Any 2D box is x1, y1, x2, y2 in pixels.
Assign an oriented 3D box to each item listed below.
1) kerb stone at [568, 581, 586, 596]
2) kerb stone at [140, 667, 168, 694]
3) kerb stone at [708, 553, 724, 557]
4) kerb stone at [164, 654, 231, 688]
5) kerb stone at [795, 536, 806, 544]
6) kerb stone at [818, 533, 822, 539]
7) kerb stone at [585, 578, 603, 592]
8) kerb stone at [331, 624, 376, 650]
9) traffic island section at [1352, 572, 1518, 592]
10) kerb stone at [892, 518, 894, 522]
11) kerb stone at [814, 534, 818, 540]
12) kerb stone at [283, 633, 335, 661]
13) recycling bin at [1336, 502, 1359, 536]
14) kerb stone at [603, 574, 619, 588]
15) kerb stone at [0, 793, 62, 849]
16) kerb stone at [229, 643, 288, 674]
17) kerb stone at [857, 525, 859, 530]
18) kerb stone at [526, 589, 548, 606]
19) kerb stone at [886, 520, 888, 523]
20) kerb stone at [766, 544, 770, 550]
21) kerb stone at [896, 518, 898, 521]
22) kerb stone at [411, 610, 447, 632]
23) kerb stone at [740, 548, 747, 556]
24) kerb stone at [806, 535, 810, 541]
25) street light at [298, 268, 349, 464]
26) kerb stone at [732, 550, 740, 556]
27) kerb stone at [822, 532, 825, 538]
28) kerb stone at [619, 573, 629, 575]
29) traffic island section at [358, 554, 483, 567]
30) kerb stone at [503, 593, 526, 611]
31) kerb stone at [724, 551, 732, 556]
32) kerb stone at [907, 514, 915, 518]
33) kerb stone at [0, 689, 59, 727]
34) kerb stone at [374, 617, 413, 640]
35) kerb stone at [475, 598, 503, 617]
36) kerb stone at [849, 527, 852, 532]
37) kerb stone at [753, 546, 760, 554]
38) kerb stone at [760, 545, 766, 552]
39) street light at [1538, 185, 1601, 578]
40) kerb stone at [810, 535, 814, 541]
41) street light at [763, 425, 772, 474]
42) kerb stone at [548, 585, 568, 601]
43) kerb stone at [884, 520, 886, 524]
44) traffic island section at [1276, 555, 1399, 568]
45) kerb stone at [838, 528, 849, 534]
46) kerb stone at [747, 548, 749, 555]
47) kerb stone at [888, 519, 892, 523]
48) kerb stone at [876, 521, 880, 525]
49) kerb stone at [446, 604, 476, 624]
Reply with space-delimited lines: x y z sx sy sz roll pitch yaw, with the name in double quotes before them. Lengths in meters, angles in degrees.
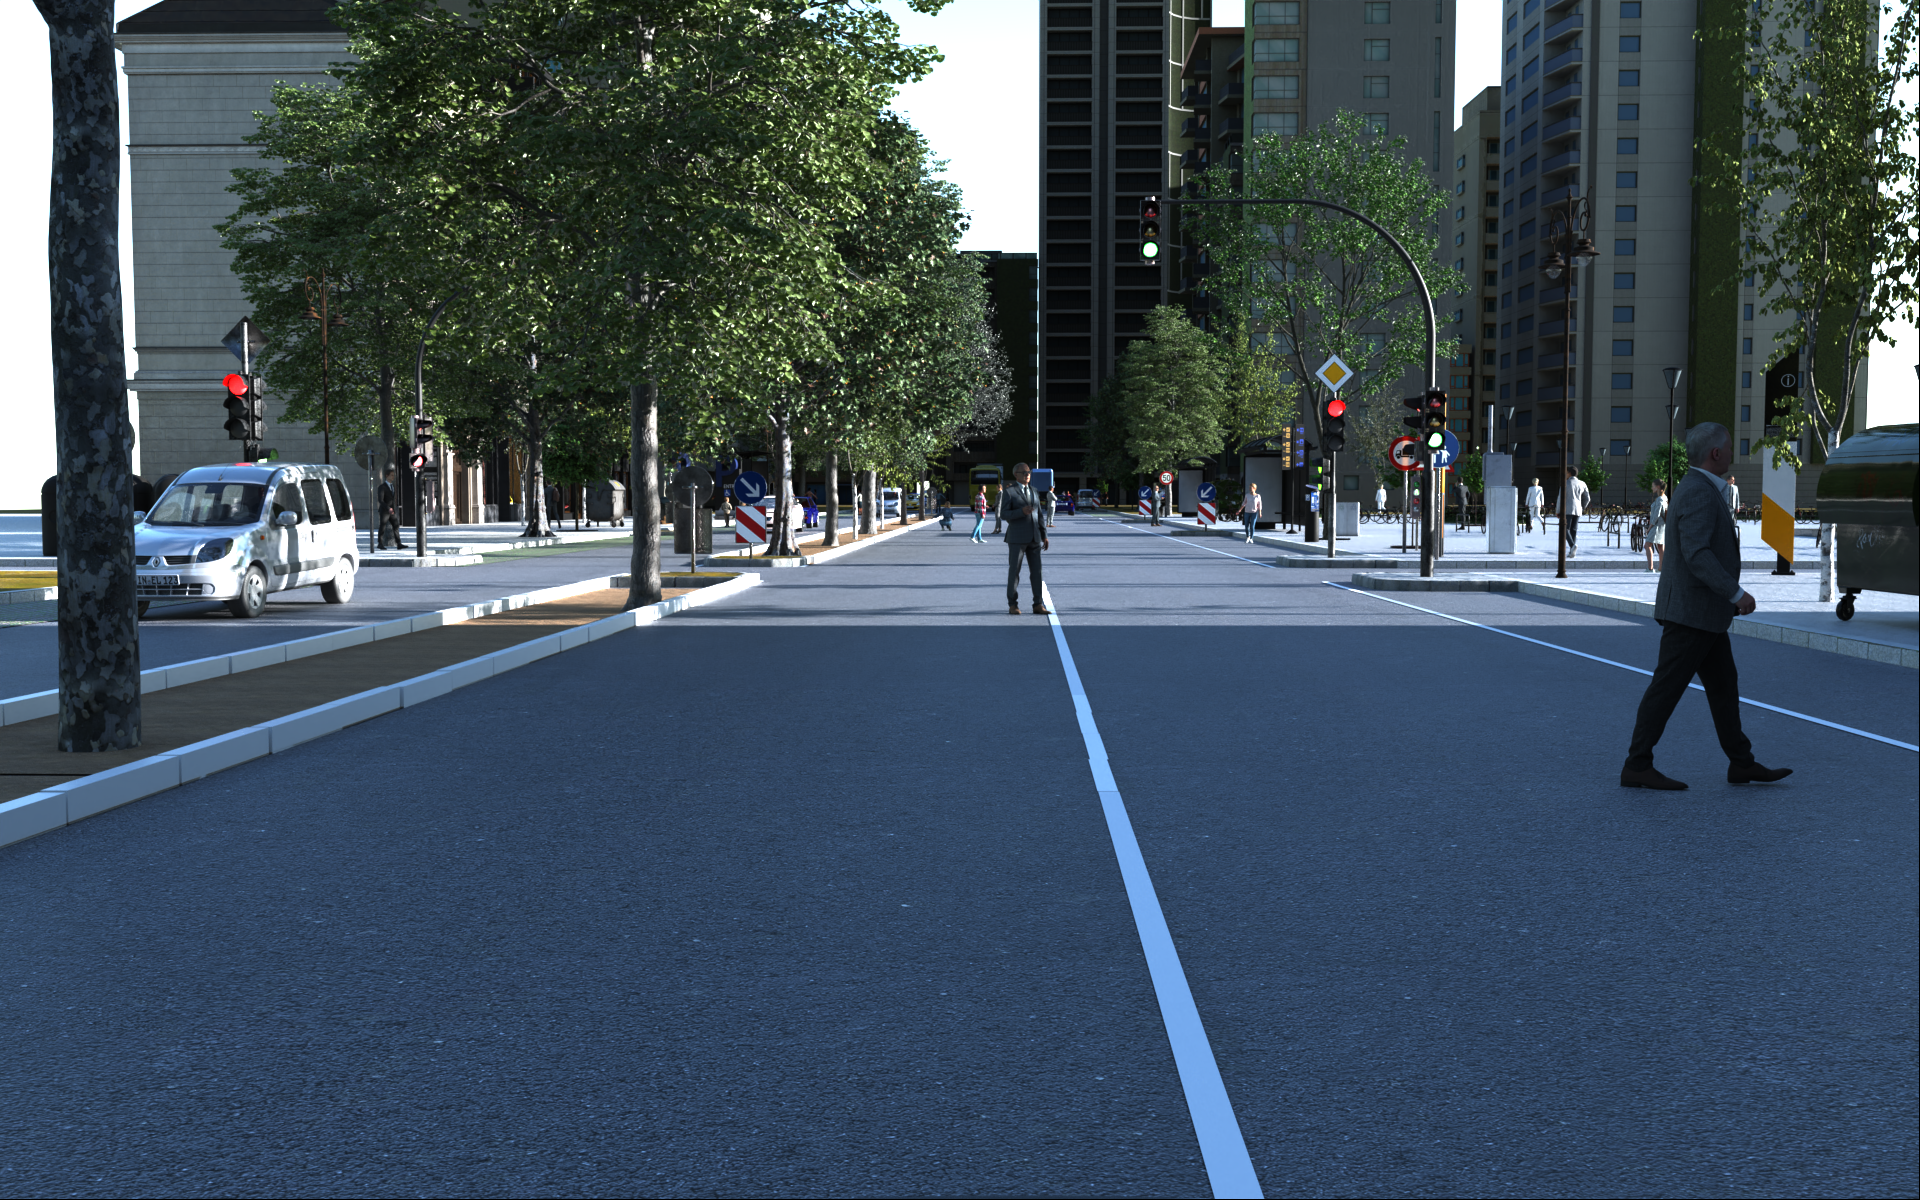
"kerb stone" -5.502 -0.132 24.488 0.120 0.150 1.000 0 4 2
"kerb stone" -5.883 0.614 12.167 0.120 0.150 1.000 0 4 2
"kerb stone" -5.140 -0.862 36.308 0.120 0.150 1.000 0 4 2
"kerb stone" -5.854 0.551 13.188 0.120 0.150 1.000 0 4 2
"kerb stone" -4.707 -1.742 50.670 0.120 0.150 1.000 0 4 2
"kerb stone" -4.573 -1.990 54.767 0.120 0.150 1.000 0 4 2
"kerb stone" -5.468 -0.203 25.512 0.120 0.150 1.000 0 4 2
"kerb stone" -5.756 0.362 16.269 0.120 0.150 1.000 0 4 2
"traffic island section" 7.258 -0.282 26.895 2.009 0.180 2.903 0 4 2
"kerb stone" -3.573 -3.998 87.555 0.120 0.150 1.000 0 4 2
"kerb stone" -4.614 -1.930 53.745 0.120 0.150 1.000 0 4 2
"kerb stone" -5.779 0.425 15.247 0.120 0.150 1.000 0 4 2
"recycling bin" 11.838 -2.480 53.096 0.722 1.027 0.722 0 4 8
"kerb stone" -5.437 -0.265 26.536 0.120 0.150 1.000 0 4 2
"kerb stone" -3.934 0.936 6.980 0.120 0.150 1.000 0 4 2
"kerb stone" -5.810 0.488 14.216 0.120 0.150 1.000 0 4 2
"kerb stone" -4.173 -2.806 68.068 0.120 0.150 1.000 0 4 2
"kerb stone" -5.562 -0.015 22.444 0.120 0.150 1.000 0 4 2
"kerb stone" -3.702 -3.746 83.447 0.120 0.150 1.000 0 4 2
"kerb stone" -4.925 -1.300 43.477 0.120 0.150 1.000 0 4 2
"kerb stone" -3.486 -4.182 90.621 0.120 0.150 1.000 0 4 2
"kerb stone" -5.682 0.236 18.330 0.120 0.150 1.000 0 4 2
"kerb stone" -5.045 -1.049 39.383 0.120 0.150 1.000 0 4 2
"kerb stone" -4.673 -1.803 51.692 0.120 0.150 1.000 0 4 2
"street light" -13.041 -3.844 35.630 0.468 5.910 1.993 0 4 2
"kerb stone" -5.075 -0.987 38.354 0.120 0.150 1.000 0 4 2
"kerb stone" -4.546 -2.055 55.795 0.120 0.150 1.000 0 4 2
"kerb stone" -5.406 -0.324 27.558 0.120 0.150 1.000 0 4 2
"traffic island section" -11.031 -0.805 35.445 2.009 0.180 2.903 0 4 2
"kerb stone" -5.595 0.047 21.420 0.120 0.150 1.000 0 4 2
"kerb stone" -5.115 -0.926 37.330 0.120 0.150 1.000 0 4 2
"kerb stone" -3.019 -5.125 105.994 0.120 0.150 1.000 0 4 2
"kerb stone" -5.915 0.681 11.140 0.120 0.150 1.000 0 4 2
"kerb stone" -5.720 0.299 17.299 0.120 0.150 1.000 0 4 2
"kerb stone" -5.625 0.110 20.394 0.120 0.150 1.000 0 4 2
"kerb stone" -4.265 -2.618 65.003 0.120 0.150 1.000 0 4 2
"kerb stone" -4.988 -1.174 41.428 0.120 0.150 1.000 0 4 2
"kerb stone" -4.961 -1.239 42.450 0.120 0.150 1.000 0 4 2
"street light" 9.216 -3.276 26.358 0.468 5.910 1.993 0 4 2
"kerb stone" -4.645 -1.863 52.724 0.120 0.150 1.000 0 4 2
"street light" -11.095 -7.766 99.758 0.468 5.910 1.993 0 4 2
"kerb stone" -5.542 -0.074 23.466 0.120 0.150 1.000 0 4 2
"kerb stone" -3.730 -3.682 82.416 0.120 0.150 1.000 0 4 2
"traffic island section" 7.501 -0.770 34.877 2.009 0.180 2.903 0 4 2
"kerb stone" -4.298 -2.556 63.981 0.120 0.150 1.000 0 4 2
"kerb stone" -5.016 -1.108 40.405 0.120 0.150 1.000 0 4 2
"kerb stone" -3.604 -3.935 86.534 0.120 0.150 1.000 0 4 2
"kerb stone" -3.764 -3.620 81.377 0.120 0.150 1.000 0 4 2
"kerb stone" -5.658 0.176 19.362 0.120 0.150 1.000 0 4 2
